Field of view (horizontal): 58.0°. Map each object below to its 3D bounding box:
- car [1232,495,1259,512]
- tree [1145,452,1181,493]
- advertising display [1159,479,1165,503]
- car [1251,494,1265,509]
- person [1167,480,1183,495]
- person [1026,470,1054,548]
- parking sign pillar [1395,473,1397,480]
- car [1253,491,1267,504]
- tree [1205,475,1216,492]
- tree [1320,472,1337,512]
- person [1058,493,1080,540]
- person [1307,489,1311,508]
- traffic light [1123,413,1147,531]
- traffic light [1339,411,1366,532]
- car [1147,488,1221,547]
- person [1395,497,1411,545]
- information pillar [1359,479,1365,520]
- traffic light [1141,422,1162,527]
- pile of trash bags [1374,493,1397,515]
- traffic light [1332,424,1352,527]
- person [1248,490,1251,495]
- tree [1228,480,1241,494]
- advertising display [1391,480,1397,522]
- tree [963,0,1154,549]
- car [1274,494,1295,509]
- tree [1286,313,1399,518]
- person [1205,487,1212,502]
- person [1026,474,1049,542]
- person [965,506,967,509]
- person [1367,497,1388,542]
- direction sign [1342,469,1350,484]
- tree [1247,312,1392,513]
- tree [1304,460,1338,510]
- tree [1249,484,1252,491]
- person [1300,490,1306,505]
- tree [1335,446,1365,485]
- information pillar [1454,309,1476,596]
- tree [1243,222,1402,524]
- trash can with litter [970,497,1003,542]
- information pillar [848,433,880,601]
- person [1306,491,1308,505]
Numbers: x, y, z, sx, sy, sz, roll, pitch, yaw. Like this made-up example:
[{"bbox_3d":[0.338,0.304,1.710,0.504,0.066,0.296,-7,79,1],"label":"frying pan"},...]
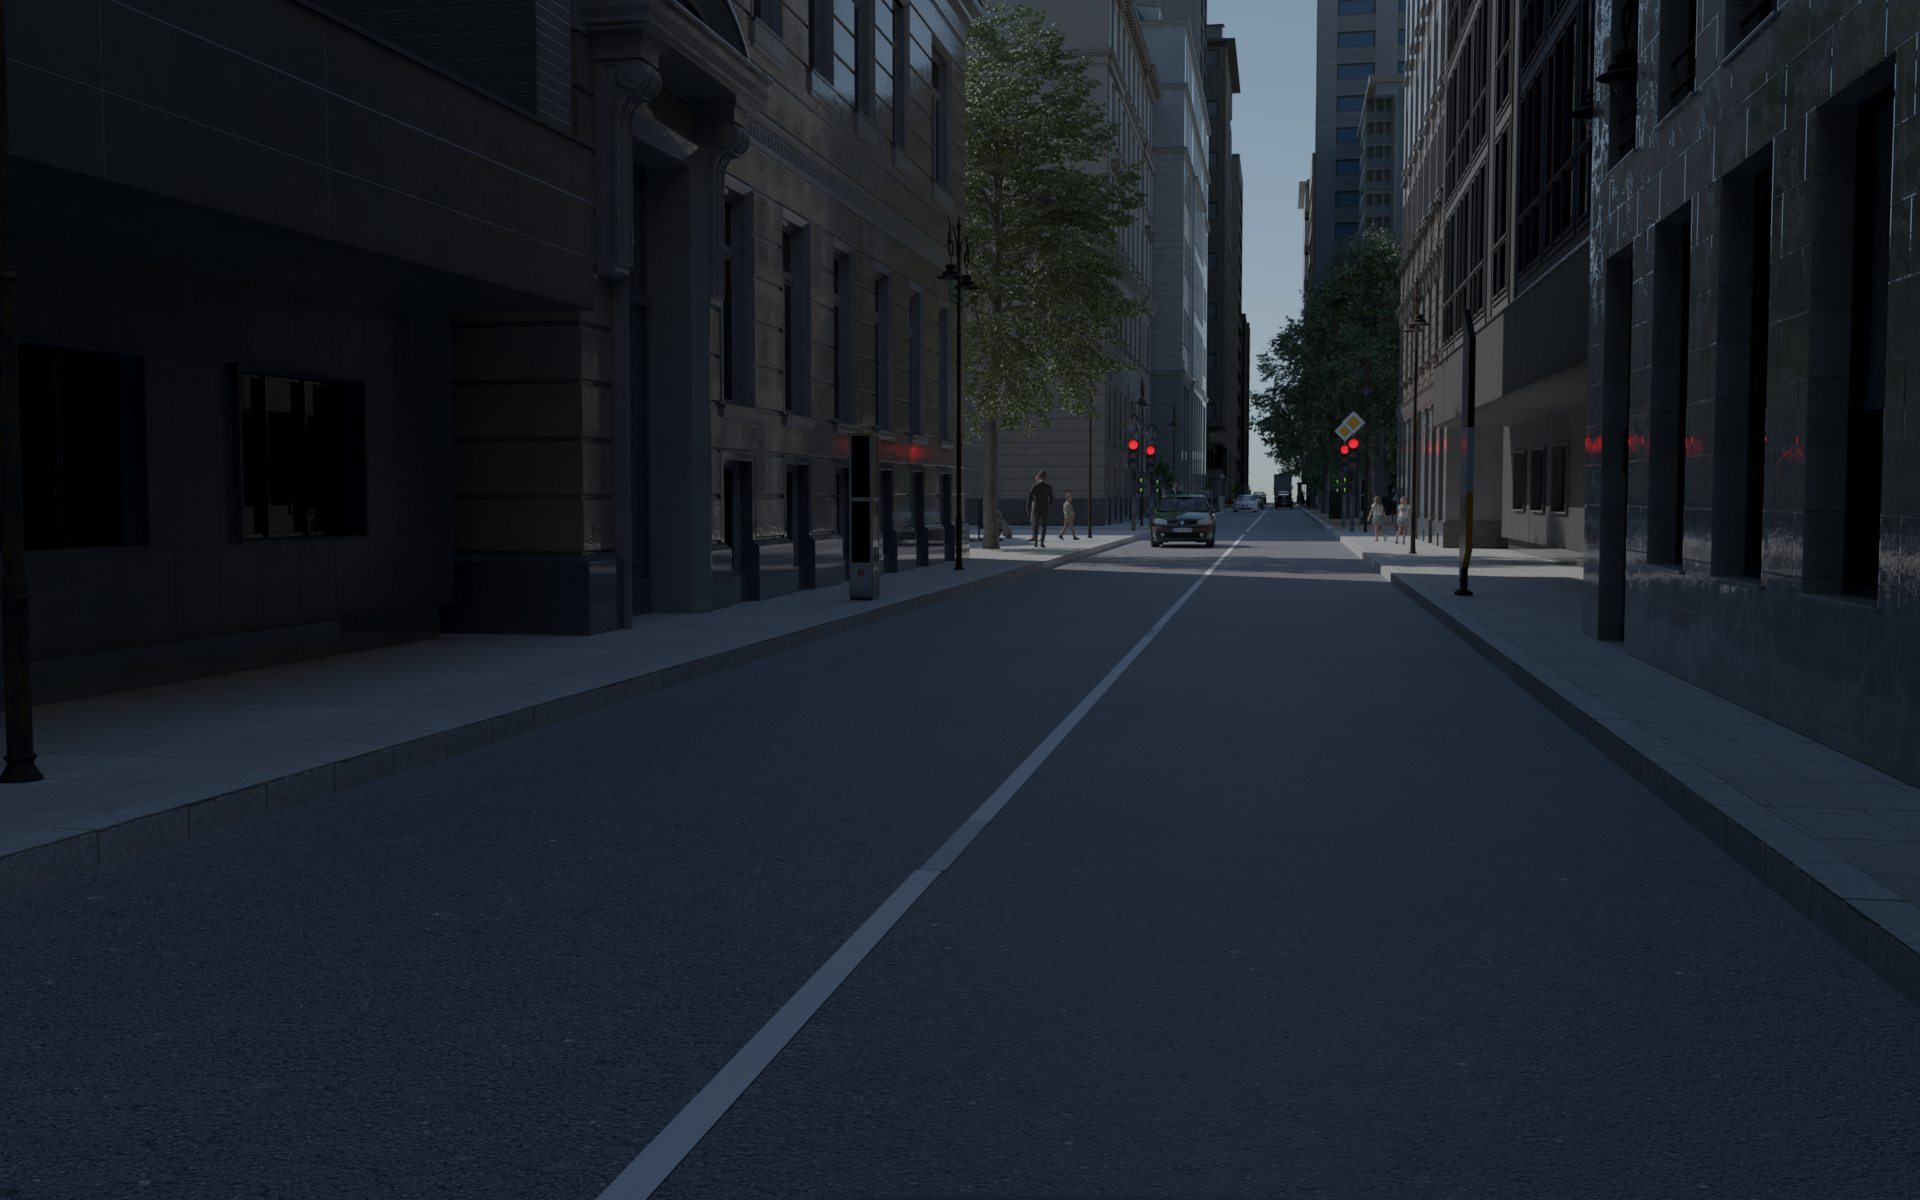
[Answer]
[{"bbox_3d":[22.682,-7.648,137.400,2.083,1.381,4.827,1,4,11],"label":"car"},{"bbox_3d":[9.373,-5.194,79.529,1.663,3.219,1.824,0,3,0],"label":"tree"},{"bbox_3d":[8.877,-4.337,76.118,0.123,1.923,0.974,1,4,16],"label":"advertising display"},{"bbox_3d":[28.398,-9.505,167.208,2.131,1.459,4.920,1,4,11],"label":"car"},{"bbox_3d":[7.417,-3.173,59.748,0.474,1.900,0.648,2,4,35],"label":"person"},{"bbox_3d":[1.927,-2.189,41.605,0.659,1.850,0.755,0,4,3],"label":"person"},{"bbox_3d":[32.393,-8.431,126.315,1.447,3.967,1.447,-1,4,-11],"label":"parking sign pillar"},{"bbox_3d":[41.763,-14.261,241.845,2.281,1.827,5.304,1,4,9],"label":"car"},{"bbox_3d":[19.793,-8.960,141.096,1.663,3.219,1.824,0,3,0],"label":"tree"},{"bbox_3d":[26.943,-8.103,127.082,1.663,3.219,1.824,0,3,0],"label":"tree"},{"bbox_3d":[3.025,-2.327,48.356,0.640,1.303,0.475,-2,4,-28],"label":"person"},{"bbox_3d":[32.503,-9.482,161.159,0.705,1.814,1.350,1,4,12],"label":"person"},{"bbox_3d":[6.040,-4.346,59.975,0.839,4.253,0.868,1,4,10],"label":"traffic light"},{"bbox_3d":[13.281,-4.265,58.652,0.839,4.253,0.868,1,4,10],"label":"traffic light"},{"bbox_3d":[6.180,-2.323,47.775,2.009,1.686,4.222,1,4,9],"label":"car"},{"bbox_3d":[11.320,-2.017,44.039,0.505,1.210,0.382,1,4,18],"label":"person"},{"bbox_3d":[19.472,-4.842,83.656,0.304,2.012,0.304,0,4,7],"label":"information pillar"},{"bbox_3d":[7.498,-4.826,67.826,0.839,4.253,0.868,1,4,10],"label":"traffic light"},{"bbox_3d":[26.725,-5.914,106.444,3.447,1.369,1.912,0,4,1],"label":"pile of trash bags"},{"bbox_3d":[14.739,-4.745,66.503,0.839,4.253,0.868,1,4,10],"label":"traffic light"},{"bbox_3d":[26.665,-9.201,159.075,0.705,1.807,1.348,2,4,31],"label":"person"},{"bbox_3d":[34.736,-13.671,218.118,1.663,3.219,1.824,0,3,0],"label":"tree"},{"bbox_3d":[20.410,-4.581,80.119,0.974,1.923,0.123,3,5,43],"label":"advertising display"},{"bbox_3d":[1.036,-7.457,40.051,7.486,12.596,7.792,0,3,0],"label":"tree"},{"bbox_3d":[31.191,-9.597,166.691,2.009,1.686,4.222,1,4,11],"label":"car"},{"bbox_3d":[21.281,-10.218,92.817,9.928,11.665,9.643,0,3,0],"label":"tree"},{"bbox_3d":[19.525,-7.991,136.543,0.661,1.843,0.795,0,4,-4],"label":"person"},{"bbox_3d":[2.145,-2.489,46.832,0.635,1.810,0.391,3,5,41],"label":"person"},{"bbox_3d":[-0.113,-2.595,48.827,0.721,1.781,0.623,-1,4,-9],"label":"person"},{"bbox_3d":[11.256,-2.181,46.719,0.505,1.210,0.382,-1,4,-19],"label":"person"},{"bbox_3d":[29.069,-8.507,131.080,0.876,3.537,0.379,0,4,-7],"label":"direction sign"},{"bbox_3d":[24.306,-12.757,115.228,9.857,13.997,8.962,0,3,0],"label":"tree"},{"bbox_3d":[29.910,-9.712,142.497,4.285,4.588,4.351,0,3,0],"label":"tree"},{"bbox_3d":[48.595,-18.547,297.842,1.663,3.219,1.824,0,3,0],"label":"tree"},{"bbox_3d":[40.099,-11.960,202.398,0.445,1.727,0.742,3,5,42],"label":"person"},{"bbox_3d":[31.171,-11.267,134.577,4.737,8.622,4.395,0,3,0],"label":"tree"},{"bbox_3d":[6.376,-1.860,21.769,0.183,3.616,0.504,0,4,7],"label":"information pillar"},{"bbox_3d":[17.331,-9.555,73.240,9.611,12.733,9.660,0,3,0],"label":"tree"},{"bbox_3d":[0.341,-2.192,46.898,2.233,1.210,1.678,-3,5,-43],"label":"trash can with litter"},{"bbox_3d":[-1.158,-1.007,20.952,0.304,2.012,0.304,1,4,14],"label":"information pillar"},{"bbox_3d":[41.146,-12.075,204.932,0.415,1.643,0.593,-1,4,-21],"label":"person"}]
